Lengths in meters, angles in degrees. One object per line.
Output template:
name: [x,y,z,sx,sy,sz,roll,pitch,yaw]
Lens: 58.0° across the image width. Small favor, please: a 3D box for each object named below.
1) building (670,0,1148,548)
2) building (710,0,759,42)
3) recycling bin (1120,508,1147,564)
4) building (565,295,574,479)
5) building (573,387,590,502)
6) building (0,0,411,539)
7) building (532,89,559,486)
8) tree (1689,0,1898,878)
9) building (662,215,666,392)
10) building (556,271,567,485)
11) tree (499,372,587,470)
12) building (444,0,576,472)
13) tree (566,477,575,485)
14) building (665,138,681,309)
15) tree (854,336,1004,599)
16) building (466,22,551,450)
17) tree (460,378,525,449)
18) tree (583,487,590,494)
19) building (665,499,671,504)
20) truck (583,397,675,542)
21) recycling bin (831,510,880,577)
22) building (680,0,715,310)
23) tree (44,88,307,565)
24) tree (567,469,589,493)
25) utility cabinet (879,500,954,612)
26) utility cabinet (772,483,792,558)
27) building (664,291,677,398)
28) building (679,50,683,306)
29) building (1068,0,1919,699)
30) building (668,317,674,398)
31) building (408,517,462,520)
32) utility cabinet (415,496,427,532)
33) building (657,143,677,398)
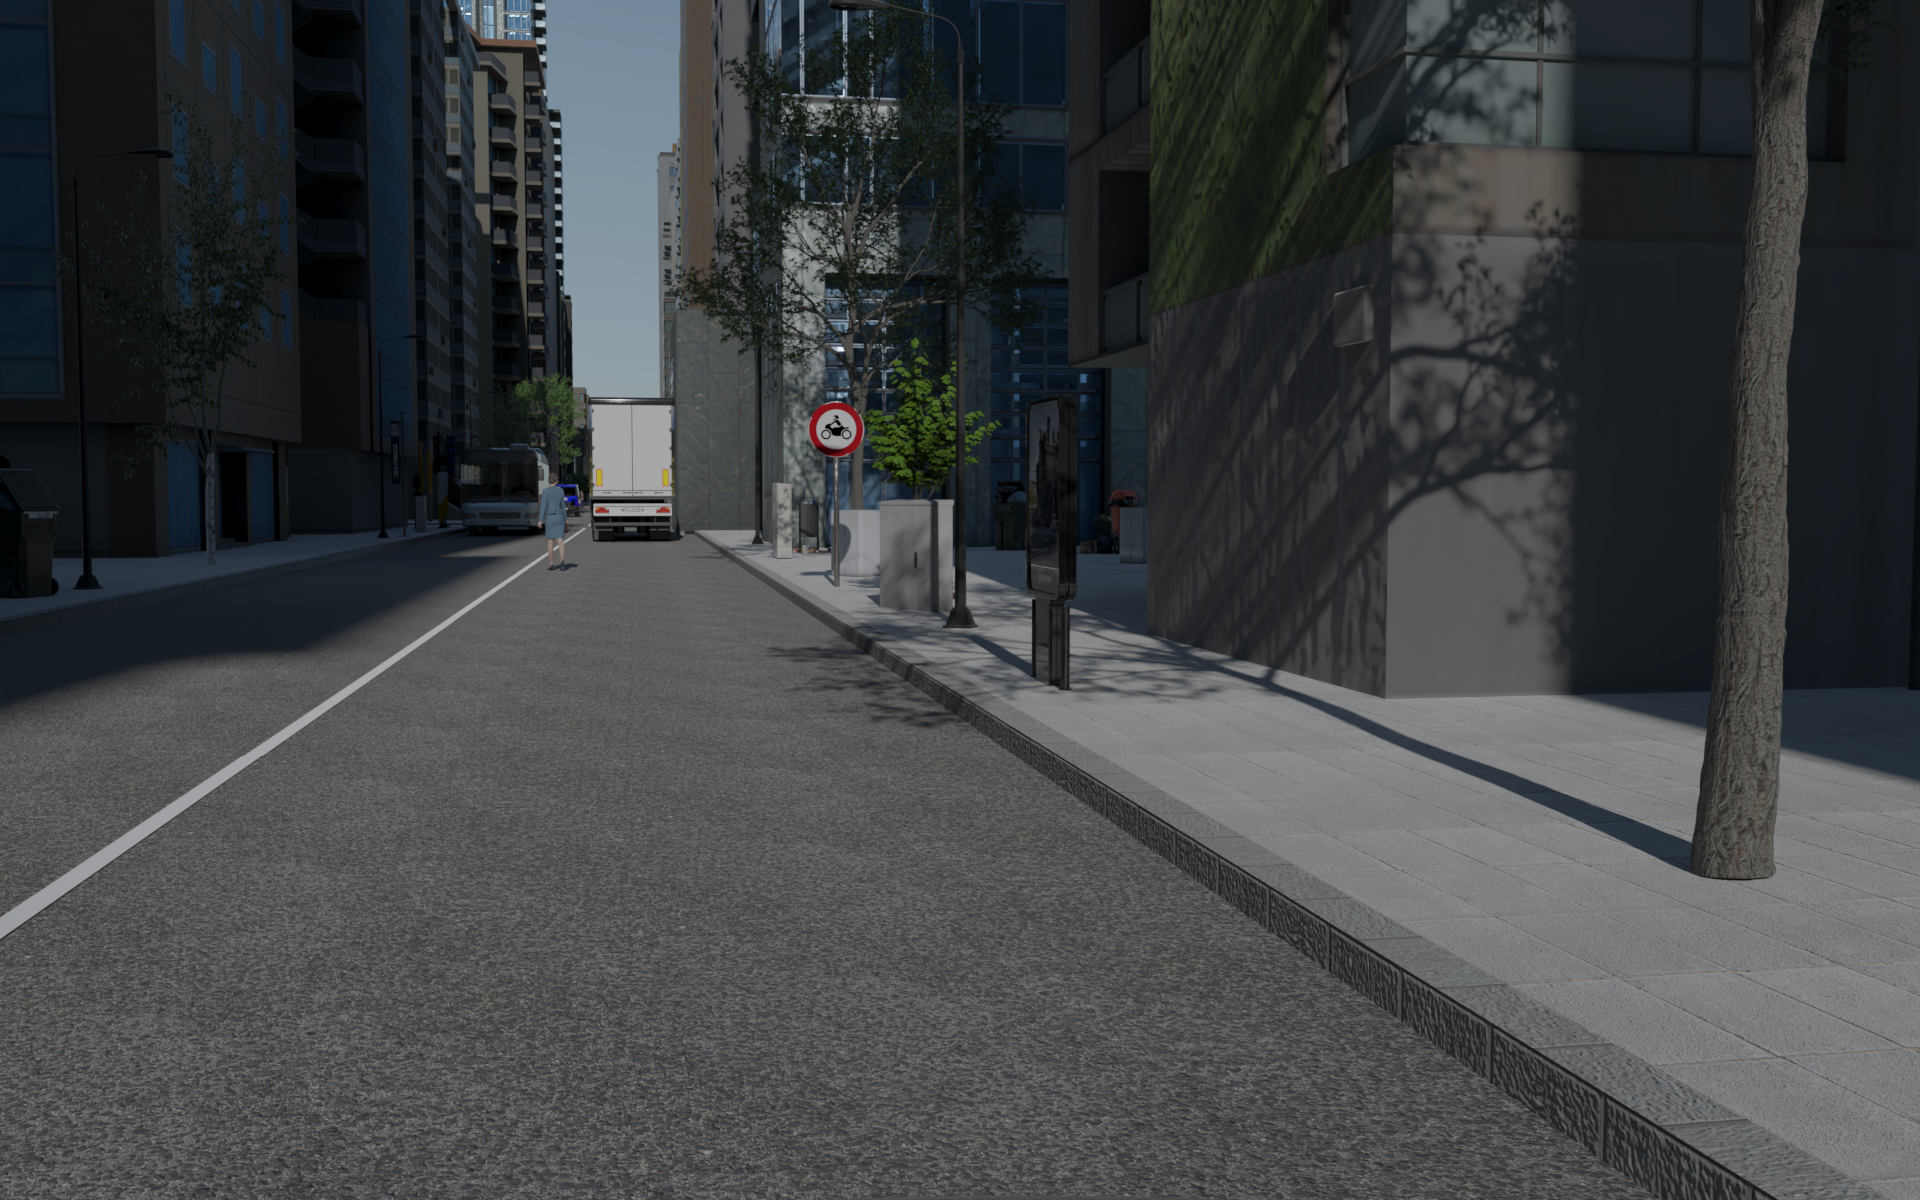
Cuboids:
building: [1.985,-45.421,55.303,22.319,86.520,31.000,-1,4,-11]
building: [-5.297,-24.746,88.190,14.086,41.232,14.154,-1,4,-11]
recycling bin: [3.458,-1.202,32.211,0.722,1.027,0.722,-2,4,-34]
building: [-61.084,-28.663,240.337,14.160,30.474,14.107,-1,4,-11]
building: [-76.774,-27.328,291.848,27.650,21.520,28.899,-1,4,-11]
building: [-27.284,-25.051,59.691,14.200,45.320,14.600,-1,4,-11]
building: [-51.105,-32.729,185.229,14.600,45.320,14.200,-1,4,-11]
tree: [2.956,-4.351,5.543,7.601,10.594,8.767,0,4,-5]
building: [-34.869,-39.759,269.675,23.786,49.044,30.456,-1,4,-11]
building: [-56.646,-27.065,214.209,14.160,30.474,14.107,-1,4,-11]
tree: [-35.618,-13.549,147.273,9.928,11.665,9.643,0,3,0]
building: [-69.547,-57.982,260.681,22.319,86.520,31.000,-1,4,-11]
tree: [-44.795,-12.518,199.274,1.663,3.219,1.824,0,3,0]
building: [-23.627,-36.348,213.899,23.786,49.044,30.456,-1,4,-11]
tree: [-0.569,-1.640,21.417,1.663,3.219,1.824,0,3,0]
building: [-50.466,-31.124,163.498,22.147,44.769,28.867,-1,4,-11]
tree: [-29.210,-9.731,109.464,4.360,8.622,3.978,0,3,0]
tree: [-57.226,-16.535,264.943,1.663,3.219,1.824,0,3,0]
building: [-7.984,-27.466,140.946,32.217,40.220,23.993,-1,4,-11]
truck: [-10.669,-4.083,55.671,2.839,4.237,11.283,-1,4,-12]
recycling bin: [-1.540,-0.896,27.201,0.722,1.027,0.722,3,5,44]
building: [-10.363,-28.074,109.117,14.600,45.320,14.200,-1,4,-11]
tree: [-13.776,-4.948,31.269,4.360,8.622,3.978,0,3,0]
tree: [-49.820,-14.817,225.968,4.285,4.588,4.351,0,3,0]
utility cabinet: [-0.500,-0.499,19.327,0.306,1.237,1.020,-3,4,-38]
utility cabinet: [-3.552,-1.590,34.681,0.318,1.500,1.173,-1,4,-10]
building: [-35.144,-29.105,247.564,14.160,30.474,14.107,-1,4,-11]
building: [-19.106,-29.290,162.486,14.154,41.232,14.086,-1,4,-11]
building: [8.297,-20.427,17.579,14.154,41.232,14.086,-1,4,-11]
building: [-16.915,-20.828,185.584,27.650,21.520,28.899,-1,4,-11]
building: [-39.855,-24.308,89.313,32.217,40.220,23.993,-1,4,-11]
utility cabinet: [-18.165,-2.887,58.364,0.306,1.237,1.020,-1,4,-13]
building: [-41.124,-46.239,298.005,21.231,58.520,28.212,-1,4,-11]
